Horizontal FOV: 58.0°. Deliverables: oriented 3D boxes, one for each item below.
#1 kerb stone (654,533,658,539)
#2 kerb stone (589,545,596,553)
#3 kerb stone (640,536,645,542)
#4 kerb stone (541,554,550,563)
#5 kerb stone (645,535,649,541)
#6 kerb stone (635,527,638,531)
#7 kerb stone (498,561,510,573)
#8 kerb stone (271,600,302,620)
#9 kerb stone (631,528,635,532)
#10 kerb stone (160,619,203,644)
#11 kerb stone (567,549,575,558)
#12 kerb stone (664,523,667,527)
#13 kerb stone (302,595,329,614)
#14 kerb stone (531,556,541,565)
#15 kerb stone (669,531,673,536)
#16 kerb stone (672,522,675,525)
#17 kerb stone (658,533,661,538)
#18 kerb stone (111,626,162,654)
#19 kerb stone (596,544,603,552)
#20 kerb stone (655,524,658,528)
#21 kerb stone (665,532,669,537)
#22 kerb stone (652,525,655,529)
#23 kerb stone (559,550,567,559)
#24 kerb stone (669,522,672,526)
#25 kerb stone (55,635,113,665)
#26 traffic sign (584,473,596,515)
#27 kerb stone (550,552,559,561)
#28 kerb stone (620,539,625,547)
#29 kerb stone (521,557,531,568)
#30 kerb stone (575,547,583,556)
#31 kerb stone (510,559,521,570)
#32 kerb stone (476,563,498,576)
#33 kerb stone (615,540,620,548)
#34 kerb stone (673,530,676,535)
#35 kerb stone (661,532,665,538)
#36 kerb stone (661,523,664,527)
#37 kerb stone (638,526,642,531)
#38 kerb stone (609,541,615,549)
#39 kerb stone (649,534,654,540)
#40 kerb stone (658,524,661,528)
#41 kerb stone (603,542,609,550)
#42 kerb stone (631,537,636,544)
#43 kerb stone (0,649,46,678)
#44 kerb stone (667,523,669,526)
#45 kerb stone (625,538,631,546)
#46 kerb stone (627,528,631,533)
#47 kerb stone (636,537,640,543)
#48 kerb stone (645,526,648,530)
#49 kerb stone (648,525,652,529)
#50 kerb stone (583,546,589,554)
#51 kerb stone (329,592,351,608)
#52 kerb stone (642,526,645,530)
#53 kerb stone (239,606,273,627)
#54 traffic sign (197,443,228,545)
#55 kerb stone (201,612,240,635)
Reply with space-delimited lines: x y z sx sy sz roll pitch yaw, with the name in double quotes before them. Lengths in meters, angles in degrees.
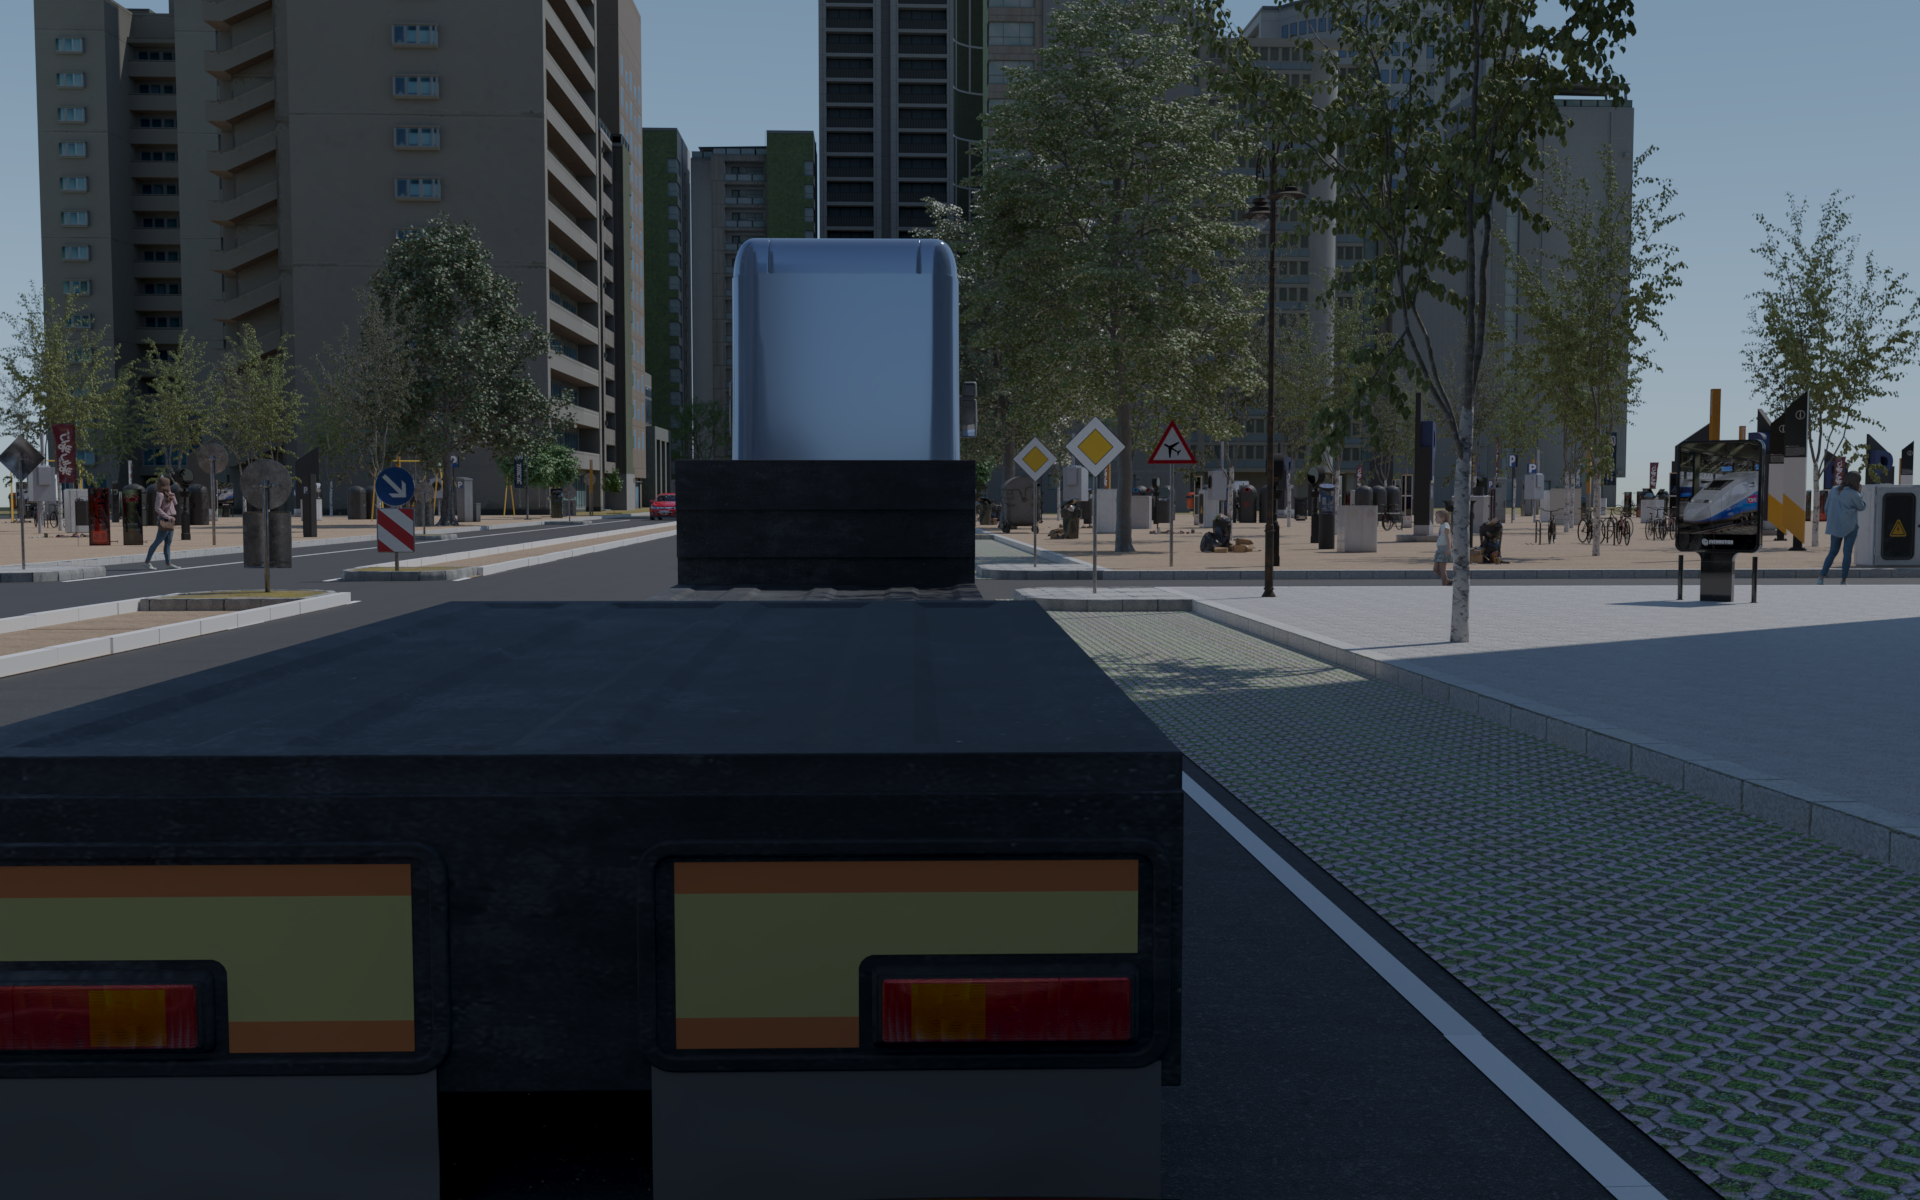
"kerb stone" -9.702 -1.971 54.425 0.120 0.150 1.000 0 4 -3
"kerb stone" -9.054 -1.215 42.137 0.120 0.150 1.000 0 4 -3
"kerb stone" -9.540 -1.784 51.358 0.120 0.150 1.000 0 4 -3
"kerb stone" -8.718 -0.835 35.990 0.120 0.150 1.000 0 4 -3
"kerb stone" -9.596 -1.844 52.384 0.120 0.150 1.000 0 4 -3
"kerb stone" -12.400 -2.653 65.566 0.120 0.150 1.000 0 4 -3
"kerb stone" -8.504 -0.590 31.891 0.120 0.150 1.000 0 4 -3
"kerb stone" -7.881 0.130 20.078 0.120 0.150 1.000 0 4 -3
"kerb stone" -12.342 -2.585 64.537 0.120 0.150 1.000 0 4 -3
"kerb stone" -7.717 0.317 17.012 0.120 0.150 1.000 0 4 -3
"kerb stone" -8.896 -1.027 39.063 0.120 0.150 1.000 0 4 -3
"kerb stone" -12.892 -3.216 74.772 0.120 0.150 1.000 0 4 -3
"kerb stone" -7.934 0.067 21.104 0.120 0.150 1.000 0 4 -3
"kerb stone" -8.667 -0.781 34.965 0.120 0.150 1.000 0 4 -3
"kerb stone" -9.918 -2.223 58.533 0.120 0.150 1.000 0 4 -3
"kerb stone" -13.054 -3.404 77.846 0.120 0.150 1.000 0 4 -3
"kerb stone" -9.763 -2.034 55.446 0.120 0.150 1.000 0 4 -3
"kerb stone" -7.659 0.380 15.985 0.120 0.150 1.000 0 4 -3
"kerb stone" -9.098 -1.282 43.161 0.120 0.150 1.000 0 4 -3
"kerb stone" -12.734 -3.021 71.698 0.120 0.150 1.000 0 4 -3
"kerb stone" -9.868 -2.157 57.512 0.120 0.150 1.000 0 4 -3
"kerb stone" -12.676 -2.963 70.677 0.120 0.150 1.000 0 4 -3
"kerb stone" -8.843 -0.969 38.039 0.120 0.150 1.000 0 4 -3
"kerb stone" -13.006 -3.334 76.825 0.120 0.150 1.000 0 4 -3
"kerb stone" -7.618 0.443 14.956 0.120 0.150 1.000 0 4 -3
"traffic sign" -22.381 -6.396 104.686 0.768 2.556 0.104 0 4 5
"kerb stone" -8.774 -0.906 37.010 0.120 0.150 1.000 0 4 -3
"kerb stone" -9.332 -1.532 47.246 0.120 0.150 1.000 0 4 -3
"kerb stone" -8.622 -0.719 33.944 0.120 0.150 1.000 0 4 -3
"kerb stone" -8.941 -1.095 40.094 0.120 0.150 1.000 0 4 -3
"kerb stone" -8.564 -0.656 32.923 0.120 0.150 1.000 0 4 -3
"kerb stone" -8.447 -0.531 30.870 0.120 0.150 1.000 0 4 -3
"kerb stone" -9.272 -1.470 46.226 0.120 0.150 1.000 0 4 -3
"kerb stone" -9.976 -2.276 59.555 0.120 0.150 1.000 0 4 -3
"kerb stone" -9.818 -2.097 56.477 0.120 0.150 1.000 0 4 -3
"kerb stone" -12.841 -3.153 73.751 0.120 0.150 1.000 0 4 -3
"kerb stone" -12.454 -2.711 66.593 0.120 0.150 1.000 0 4 -3
"kerb stone" -9.218 -1.407 45.202 0.120 0.150 1.000 0 4 -3
"kerb stone" -9.652 -1.907 53.405 0.120 0.150 1.000 0 4 -3
"kerb stone" -12.783 -3.085 72.727 0.120 0.150 1.000 0 4 -3
"kerb stone" -9.158 -1.343 44.182 0.120 0.150 1.000 0 4 -3
"kerb stone" -9.437 -1.658 49.311 0.120 0.150 1.000 0 4 -3
"kerb stone" -7.554 0.508 13.936 0.120 0.150 1.000 0 4 -3
"kerb stone" -12.945 -3.279 75.800 0.120 0.150 1.000 0 4 -3
"kerb stone" -9.376 -1.595 48.278 0.120 0.150 1.000 0 4 -3
"kerb stone" -12.290 -2.527 63.516 0.120 0.150 1.000 0 4 -3
"kerb stone" -9.493 -1.717 50.332 0.120 0.150 1.000 0 4 -3
"kerb stone" -12.572 -2.839 68.634 0.120 0.150 1.000 0 4 -3
"kerb stone" -12.614 -2.903 69.655 0.120 0.150 1.000 0 4 -3
"kerb stone" -8.999 -1.157 41.116 0.120 0.150 1.000 0 4 -3
"kerb stone" -7.994 0.006 22.124 0.120 0.150 1.000 0 4 -3
"kerb stone" -12.513 -2.778 67.613 0.120 0.150 1.000 0 4 -3
"kerb stone" -7.825 0.192 19.057 0.120 0.150 1.000 0 4 -3
"traffic sign" -18.711 -2.647 43.378 0.768 2.556 0.104 0 4 -1
"kerb stone" -7.771 0.255 18.037 0.120 0.150 1.000 0 4 -3
